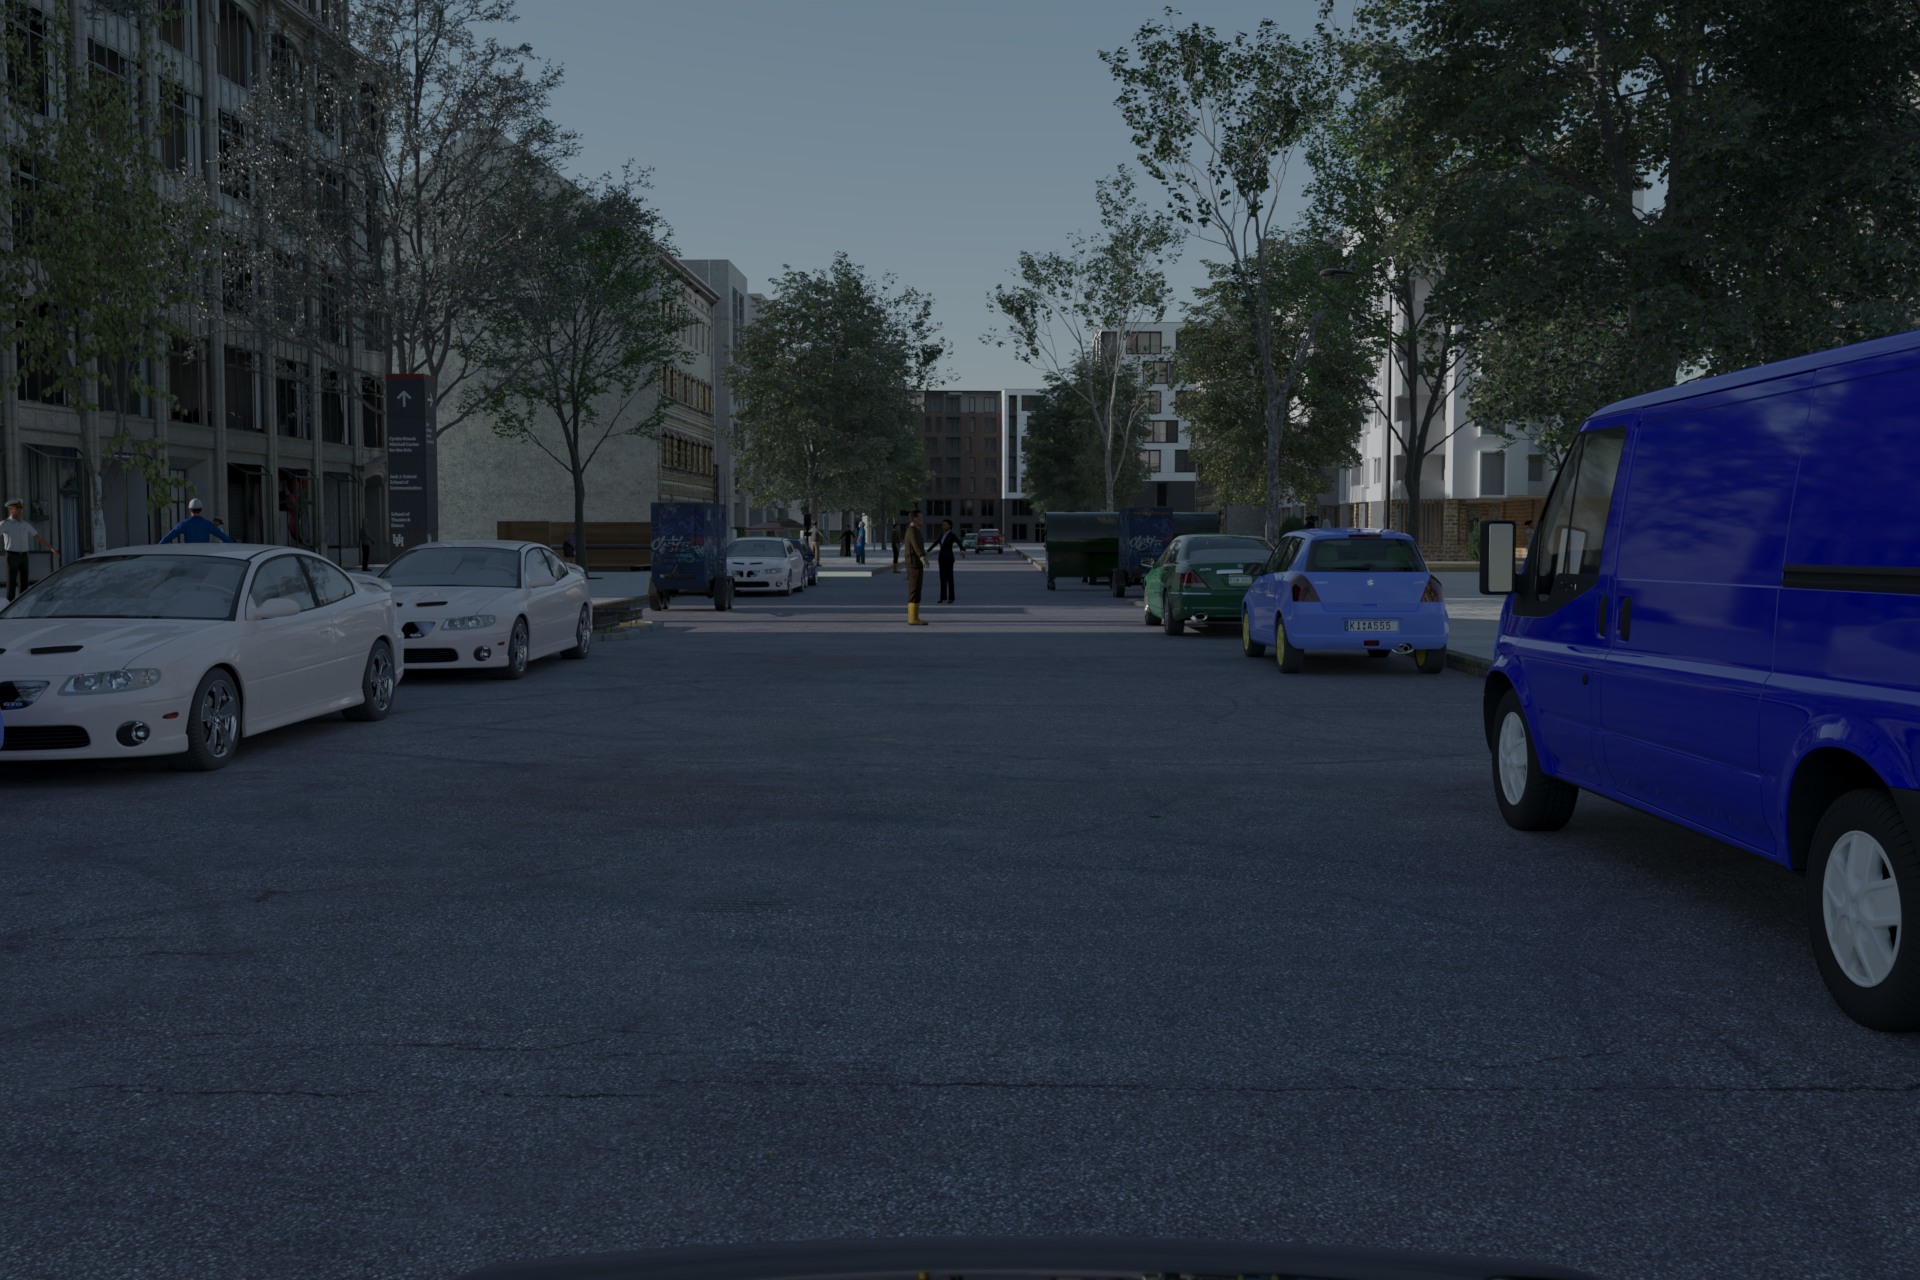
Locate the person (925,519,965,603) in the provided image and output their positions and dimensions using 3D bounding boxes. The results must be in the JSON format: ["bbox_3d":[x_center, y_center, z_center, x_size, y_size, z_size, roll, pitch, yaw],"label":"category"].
[{"bbox_3d":[-0.329,-1.631,35.848,1.216,1.740,0.721,3,5,44],"label":"person"}]

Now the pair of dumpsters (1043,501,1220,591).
[{"bbox_3d":[4.343,-2.402,44.217,4.436,2.255,1.574,0,4,0],"label":"pair of dumpsters"}]

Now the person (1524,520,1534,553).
[{"bbox_3d":[18.733,-3.048,56.609,0.721,1.739,1.217,3,4,38],"label":"person"}]

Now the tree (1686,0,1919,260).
[{"bbox_3d":[9.540,-4.879,14.188,7.601,10.594,8.767,-2,4,-23],"label":"tree"}]

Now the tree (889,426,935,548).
[{"bbox_3d":[-6.015,-14.368,160.676,9.928,11.665,9.643,0,3,0],"label":"tree"}]

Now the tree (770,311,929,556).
[{"bbox_3d":[-6.657,-11.775,99.170,9.857,13.997,8.962,0,3,0],"label":"tree"}]

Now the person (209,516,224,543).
[{"bbox_3d":[-20.047,-2.455,46.602,0.721,1.778,1.216,-2,4,-35],"label":"person"}]

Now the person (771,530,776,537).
[{"bbox_3d":[-7.074,-3.425,65.260,0.991,1.433,0.599,-2,4,-32],"label":"person"}]

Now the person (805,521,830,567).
[{"bbox_3d":[-5.656,-3.780,68.082,1.348,1.796,0.705,3,4,37],"label":"person"}]

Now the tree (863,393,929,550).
[{"bbox_3d":[-6.085,-13.399,137.198,7.486,12.596,7.792,0,3,0],"label":"tree"}]

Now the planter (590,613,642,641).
[{"bbox_3d":[-5.499,-0.175,23.997,1.991,0.319,1.994,0,4,2],"label":"planter"}]

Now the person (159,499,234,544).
[{"bbox_3d":[-12.162,-1.329,27.610,1.347,1.842,0.705,-2,4,-24],"label":"person"}]

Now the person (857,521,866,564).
[{"bbox_3d":[-4.177,-4.117,73.437,0.704,1.817,1.347,0,4,4],"label":"person"}]

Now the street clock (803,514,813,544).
[{"bbox_3d":[-5.383,-3.466,61.246,0.358,2.002,0.471,0,4,3],"label":"street clock"}]

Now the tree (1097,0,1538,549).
[{"bbox_3d":[11.052,-12.149,54.523,12.611,20.169,13.585,0,3,0],"label":"tree"}]

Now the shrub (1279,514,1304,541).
[{"bbox_3d":[12.283,-3.673,64.089,1.661,2.075,1.752,0,3,0],"label":"shrub"}]

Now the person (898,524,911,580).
[{"bbox_3d":[-1.650,-2.721,53.742,0.721,1.733,1.217,1,4,21],"label":"person"}]

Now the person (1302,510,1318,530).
[{"bbox_3d":[8.166,-2.097,40.155,0.704,1.845,1.351,2,4,27],"label":"person"}]

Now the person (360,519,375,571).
[{"bbox_3d":[-20.409,-3.267,59.551,0.705,1.813,1.348,-2,4,-33],"label":"person"}]

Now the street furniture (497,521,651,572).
[{"bbox_3d":[-13.986,-3.444,63.156,11.010,1.723,9.812,1,4,8],"label":"street furniture"}]

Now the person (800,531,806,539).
[{"bbox_3d":[-8.242,-5.227,91.640,0.705,1.806,1.347,-1,4,-20],"label":"person"}]

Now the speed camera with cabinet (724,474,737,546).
[{"bbox_3d":[-7.923,-3.897,58.052,0.660,3.252,2.038,0,4,1],"label":"speed camera with cabinet"}]

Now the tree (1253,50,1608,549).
[{"bbox_3d":[9.995,-6.848,37.725,9.928,11.665,9.643,0,3,0],"label":"tree"}]

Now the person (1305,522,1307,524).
[{"bbox_3d":[16.464,-4.677,82.243,0.705,1.856,1.354,2,4,32],"label":"person"}]

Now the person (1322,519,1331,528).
[{"bbox_3d":[11.229,-2.830,53.048,1.217,1.736,0.721,1,4,22],"label":"person"}]

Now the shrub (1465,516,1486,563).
[{"bbox_3d":[23.329,-4.471,77.149,1.661,2.075,1.752,0,3,0],"label":"shrub"}]

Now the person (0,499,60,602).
[{"bbox_3d":[-15.372,-1.375,28.267,0.704,1.855,1.343,2,4,26],"label":"person"}]

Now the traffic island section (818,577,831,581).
[{"bbox_3d":[-4.994,-1.864,53.337,1.991,0.108,1.994,0,4,1],"label":"traffic island section"}]

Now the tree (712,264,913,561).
[{"bbox_3d":[-6.956,-10.790,83.076,9.857,13.997,8.962,0,3,0],"label":"tree"}]

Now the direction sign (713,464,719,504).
[{"bbox_3d":[-7.906,-3.929,56.239,0.379,3.537,0.876,0,4,2],"label":"direction sign"}]

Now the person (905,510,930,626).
[{"bbox_3d":[-0.671,-1.140,27.234,0.704,1.812,1.346,-1,4,-8],"label":"person"}]

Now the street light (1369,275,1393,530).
[{"bbox_3d":[8.082,-3.541,30.432,1.470,5.913,1.316,0,4,1],"label":"street light"}]

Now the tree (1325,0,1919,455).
[{"bbox_3d":[10.036,-7.206,24.480,9.857,13.997,8.962,0,3,0],"label":"tree"}]

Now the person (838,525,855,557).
[{"bbox_3d":[-6.386,-5.641,98.423,1.347,1.806,0.705,3,5,43],"label":"person"}]

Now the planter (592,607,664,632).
[{"bbox_3d":[-5.528,-0.298,26.012,1.991,0.319,1.994,0,4,1],"label":"planter"}]

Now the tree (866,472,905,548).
[{"bbox_3d":[-6.286,-11.923,145.309,4.737,8.622,4.395,0,3,0],"label":"tree"}]

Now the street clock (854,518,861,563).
[{"bbox_3d":[-4.549,-4.453,77.375,0.358,2.002,0.471,0,4,2],"label":"street clock"}]

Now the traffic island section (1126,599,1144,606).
[{"bbox_3d":[4.411,-0.759,35.277,1.991,0.108,1.994,0,4,1],"label":"traffic island section"}]

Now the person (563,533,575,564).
[{"bbox_3d":[-12.329,-2.810,55.221,0.697,1.427,0.421,2,4,27],"label":"person"}]

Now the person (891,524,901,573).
[{"bbox_3d":[-2.314,-3.355,63.443,0.704,1.812,1.346,0,3,0],"label":"person"}]
